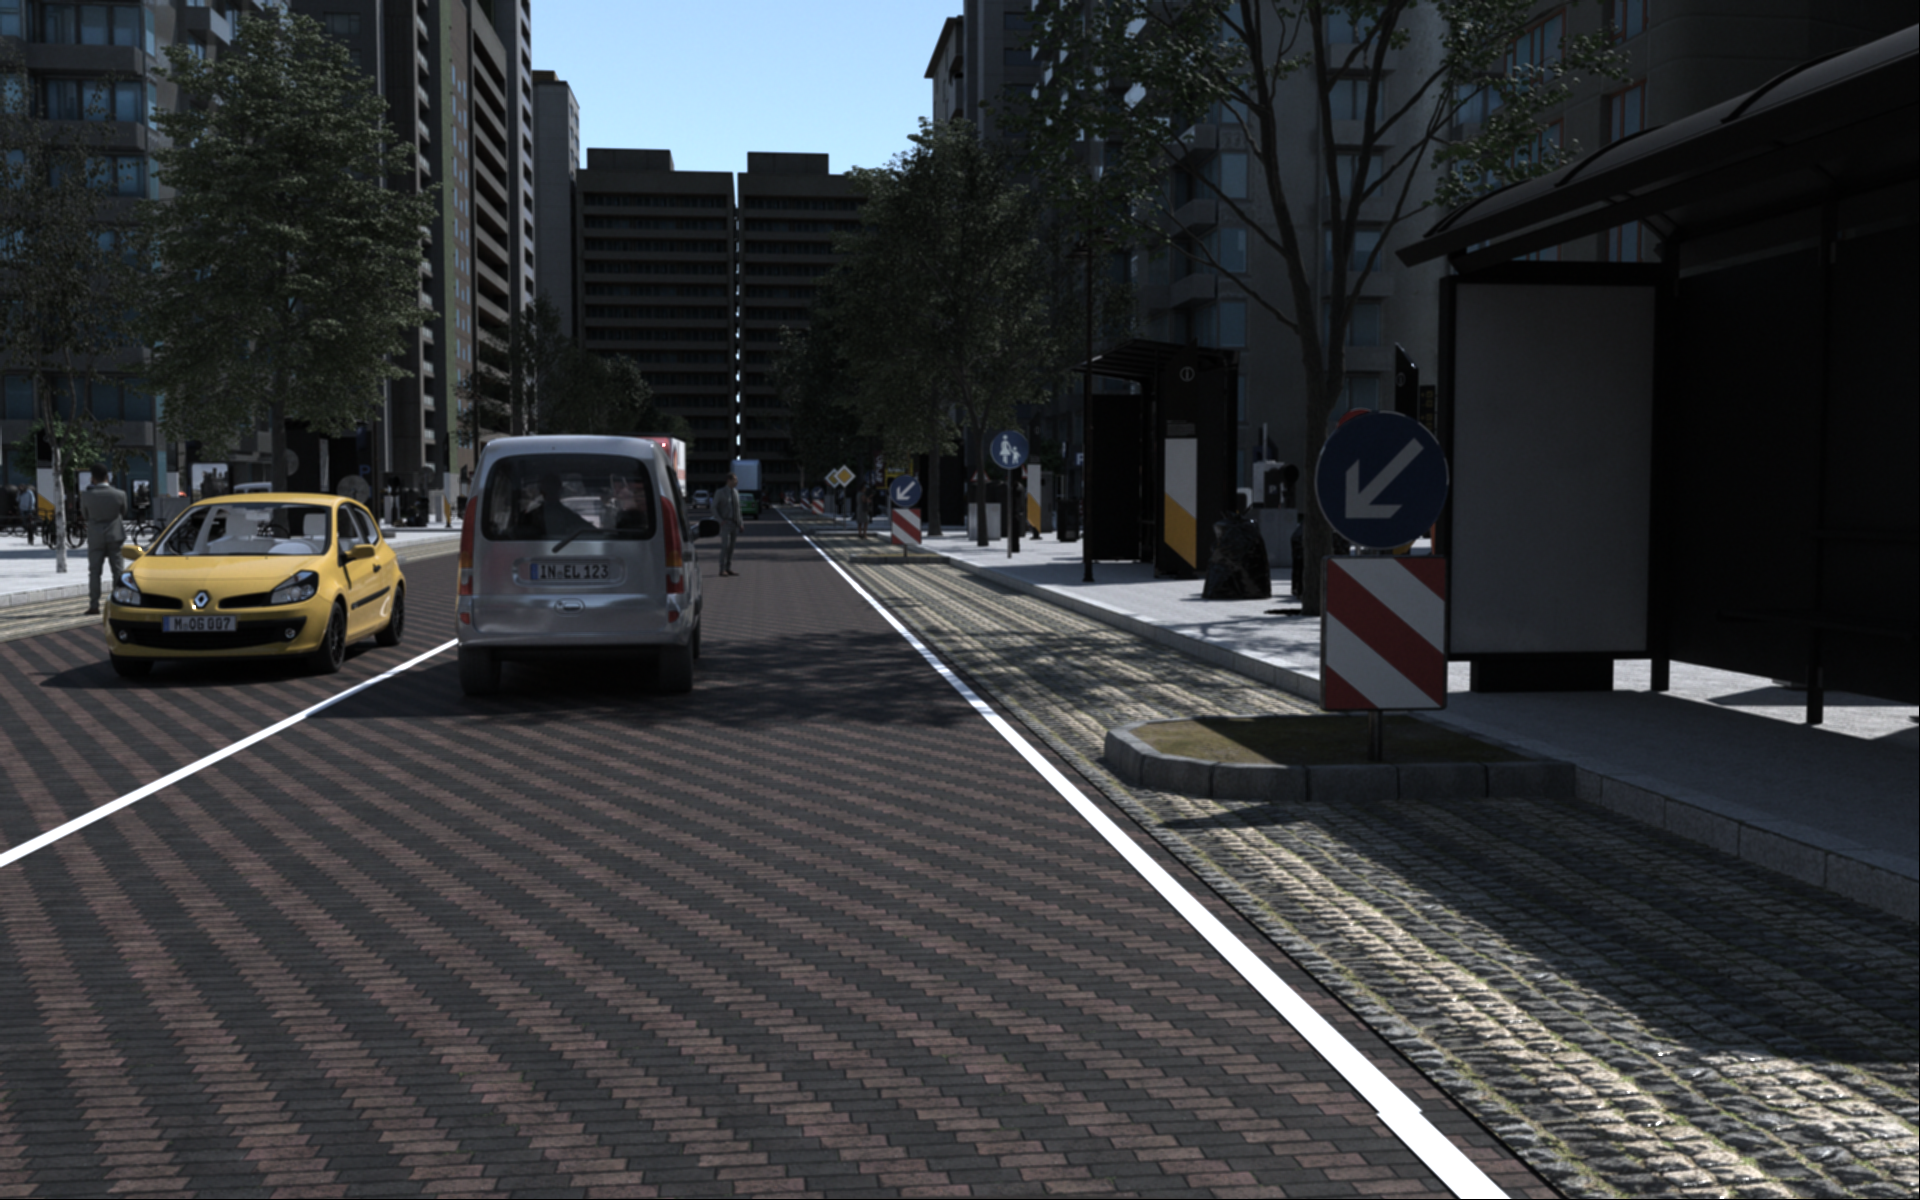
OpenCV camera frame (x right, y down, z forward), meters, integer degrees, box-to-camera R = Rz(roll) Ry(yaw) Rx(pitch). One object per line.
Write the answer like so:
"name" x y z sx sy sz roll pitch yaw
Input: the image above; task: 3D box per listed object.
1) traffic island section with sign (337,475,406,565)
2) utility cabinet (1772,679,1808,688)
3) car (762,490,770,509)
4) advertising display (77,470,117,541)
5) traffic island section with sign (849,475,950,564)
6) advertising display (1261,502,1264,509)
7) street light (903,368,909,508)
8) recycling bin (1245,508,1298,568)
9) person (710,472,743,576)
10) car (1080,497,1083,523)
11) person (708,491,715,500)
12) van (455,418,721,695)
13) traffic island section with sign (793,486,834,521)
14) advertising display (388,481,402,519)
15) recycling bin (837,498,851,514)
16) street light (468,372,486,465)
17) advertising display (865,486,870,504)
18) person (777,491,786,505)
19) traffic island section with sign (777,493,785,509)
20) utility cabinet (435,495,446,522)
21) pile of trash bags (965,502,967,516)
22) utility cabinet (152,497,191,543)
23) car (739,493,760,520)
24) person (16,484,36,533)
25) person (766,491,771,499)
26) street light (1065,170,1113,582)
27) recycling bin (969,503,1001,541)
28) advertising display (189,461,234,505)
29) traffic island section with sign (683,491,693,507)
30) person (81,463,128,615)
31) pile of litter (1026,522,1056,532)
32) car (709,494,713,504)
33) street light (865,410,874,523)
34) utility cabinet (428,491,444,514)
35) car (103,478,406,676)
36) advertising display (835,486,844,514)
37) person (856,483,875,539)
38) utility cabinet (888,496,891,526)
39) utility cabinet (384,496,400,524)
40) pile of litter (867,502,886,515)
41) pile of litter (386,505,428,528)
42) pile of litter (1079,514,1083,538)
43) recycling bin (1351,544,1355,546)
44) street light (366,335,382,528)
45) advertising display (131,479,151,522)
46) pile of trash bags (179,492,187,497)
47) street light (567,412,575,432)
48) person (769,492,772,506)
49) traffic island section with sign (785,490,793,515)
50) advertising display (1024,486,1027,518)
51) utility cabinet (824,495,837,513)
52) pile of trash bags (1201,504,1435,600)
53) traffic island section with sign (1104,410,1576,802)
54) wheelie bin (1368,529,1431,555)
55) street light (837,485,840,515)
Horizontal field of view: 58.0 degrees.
"traffic island section with sign" -12.389 -1.625 35.203 1.989 1.847 2.006 0 4 -7
"utility cabinet" 6.005 -0.165 11.370 1.173 1.500 0.318 0 4 2
"car" -19.258 -9.591 165.480 2.281 1.827 5.304 0 4 -6
"advertising display" -23.588 -2.580 47.392 0.974 1.923 0.123 -2 4 -25
"traffic island section with sign" -1.298 -1.680 36.096 1.989 1.847 2.006 0 4 -7
"advertising display" 10.373 -3.243 58.234 0.123 1.923 0.974 2 4 33
"street light" -1.816 -5.235 58.384 0.468 5.910 1.993 0 4 -7
"recycling bin" 5.440 -1.087 30.323 0.722 1.027 0.722 -1 4 -14
"person" -4.076 -1.335 30.432 0.391 1.810 0.635 2 4 27
"car" 6.977 -3.391 64.113 5.304 1.827 2.281 0 4 -5
"person" -24.626 -10.041 173.394 1.217 1.735 0.721 -2 4 -28
"van" -2.927 -0.416 13.809 2.013 2.044 4.112 0 4 -7
"traffic island section with sign" -7.601 -5.038 90.999 1.989 1.847 2.006 0 4 -7
"advertising display" -28.184 -4.963 86.354 0.974 1.923 0.123 3 4 37
"recycling bin" -7.676 -6.247 114.686 0.722 1.027 0.722 3 5 44
"street light" -18.217 -5.662 65.361 0.468 5.910 1.993 0 4 -7
"advertising display" -5.679 -6.264 107.628 0.974 1.923 0.123 0 4 3
"person" -20.645 -11.765 200.787 1.348 1.831 0.705 -3 5 -41
"traffic island section with sign" -16.409 -9.726 167.652 1.989 1.847 2.006 0 4 -7
"utility cabinet" -23.896 -4.189 79.658 0.306 1.237 1.020 0 4 -6
"pile of trash bags" -0.597 -5.761 103.948 1.912 1.369 3.447 -1 4 -8
"utility cabinet" -17.568 -1.693 38.849 0.306 1.237 1.020 2 4 26
"car" -12.313 -5.458 98.036 1.959 1.807 4.718 0 4 -6
"person" -32.255 -3.129 59.917 0.793 1.790 0.793 -2 4 -31
"person" -19.497 -10.225 176.194 0.721 1.766 1.217 1 4 11
"street light" 1.879 -3.204 25.166 0.468 5.910 1.993 0 4 -7
"recycling bin" 0.682 -2.168 48.000 0.722 1.027 0.722 -1 4 -19
"advertising display" -14.812 -1.780 34.315 0.974 1.923 0.123 1 4 19
"traffic island section with sign" -30.540 -11.287 193.176 1.989 1.847 2.006 0 4 -7
"person" -10.191 -0.730 20.624 0.511 1.800 0.466 -3 5 -43
"pile of litter" 2.494 -2.771 59.263 1.719 0.858 1.176 0 4 -7
"car" -30.027 -12.377 211.946 1.945 1.707 3.694 0 4 -8
"street light" -3.925 -6.307 75.900 0.468 5.910 1.993 0 4 -7
"utility cabinet" -32.511 -6.058 107.719 0.318 1.500 1.173 2 4 28
"car" -5.972 -0.289 14.948 2.015 1.641 3.980 0 4 -7
"advertising display" -7.621 -6.404 109.913 0.123 1.923 0.974 2 4 27
"person" -2.959 -2.787 54.433 0.532 1.782 0.716 -1 4 -20
"utility cabinet" -2.691 -3.610 70.187 0.306 1.237 1.020 -1 4 -13
"utility cabinet" -24.216 -3.832 73.817 0.306 1.237 1.020 0 4 4
"pile of litter" -5.431 -5.604 105.590 1.176 0.858 1.719 3 4 36
"pile of litter" -21.312 -3.228 66.744 1.719 0.858 1.176 -2 4 -34
"pile of litter" 4.019 -2.237 50.539 1.176 0.858 1.719 -1 4 -18
"recycling bin" 10.067 -1.881 43.303 0.722 1.027 0.722 -1 4 -14
"street light" -16.159 -4.590 47.839 0.468 5.910 1.993 0 4 -7
"advertising display" -36.247 -4.369 76.650 0.123 1.923 0.974 1 4 19
"pile of trash bags" -29.327 -3.556 67.888 1.912 1.369 3.447 2 4 31
"street light" -21.892 -7.634 97.596 0.468 5.910 1.993 0 4 -7
"person" -23.875 -12.676 216.427 0.721 1.739 1.217 3 4 36
"traffic island section with sign" -10.681 -6.676 117.778 1.989 1.847 2.006 0 4 -7
"advertising display" 3.456 -5.322 92.232 0.974 1.923 0.123 1 4 17
"utility cabinet" -8.636 -6.463 116.838 1.020 1.237 0.306 0 4 8
"pile of trash bags" 4.615 -0.708 21.328 3.447 1.369 1.912 2 4 25
"traffic island section with sign" 1.814 -0.022 8.990 1.989 1.847 2.006 0 4 -7
"wheelie bin" 7.079 -1.254 28.418 0.980 1.594 0.693 0 4 -5
"street light" -7.585 -8.278 108.137 0.468 5.910 1.993 0 4 -7
